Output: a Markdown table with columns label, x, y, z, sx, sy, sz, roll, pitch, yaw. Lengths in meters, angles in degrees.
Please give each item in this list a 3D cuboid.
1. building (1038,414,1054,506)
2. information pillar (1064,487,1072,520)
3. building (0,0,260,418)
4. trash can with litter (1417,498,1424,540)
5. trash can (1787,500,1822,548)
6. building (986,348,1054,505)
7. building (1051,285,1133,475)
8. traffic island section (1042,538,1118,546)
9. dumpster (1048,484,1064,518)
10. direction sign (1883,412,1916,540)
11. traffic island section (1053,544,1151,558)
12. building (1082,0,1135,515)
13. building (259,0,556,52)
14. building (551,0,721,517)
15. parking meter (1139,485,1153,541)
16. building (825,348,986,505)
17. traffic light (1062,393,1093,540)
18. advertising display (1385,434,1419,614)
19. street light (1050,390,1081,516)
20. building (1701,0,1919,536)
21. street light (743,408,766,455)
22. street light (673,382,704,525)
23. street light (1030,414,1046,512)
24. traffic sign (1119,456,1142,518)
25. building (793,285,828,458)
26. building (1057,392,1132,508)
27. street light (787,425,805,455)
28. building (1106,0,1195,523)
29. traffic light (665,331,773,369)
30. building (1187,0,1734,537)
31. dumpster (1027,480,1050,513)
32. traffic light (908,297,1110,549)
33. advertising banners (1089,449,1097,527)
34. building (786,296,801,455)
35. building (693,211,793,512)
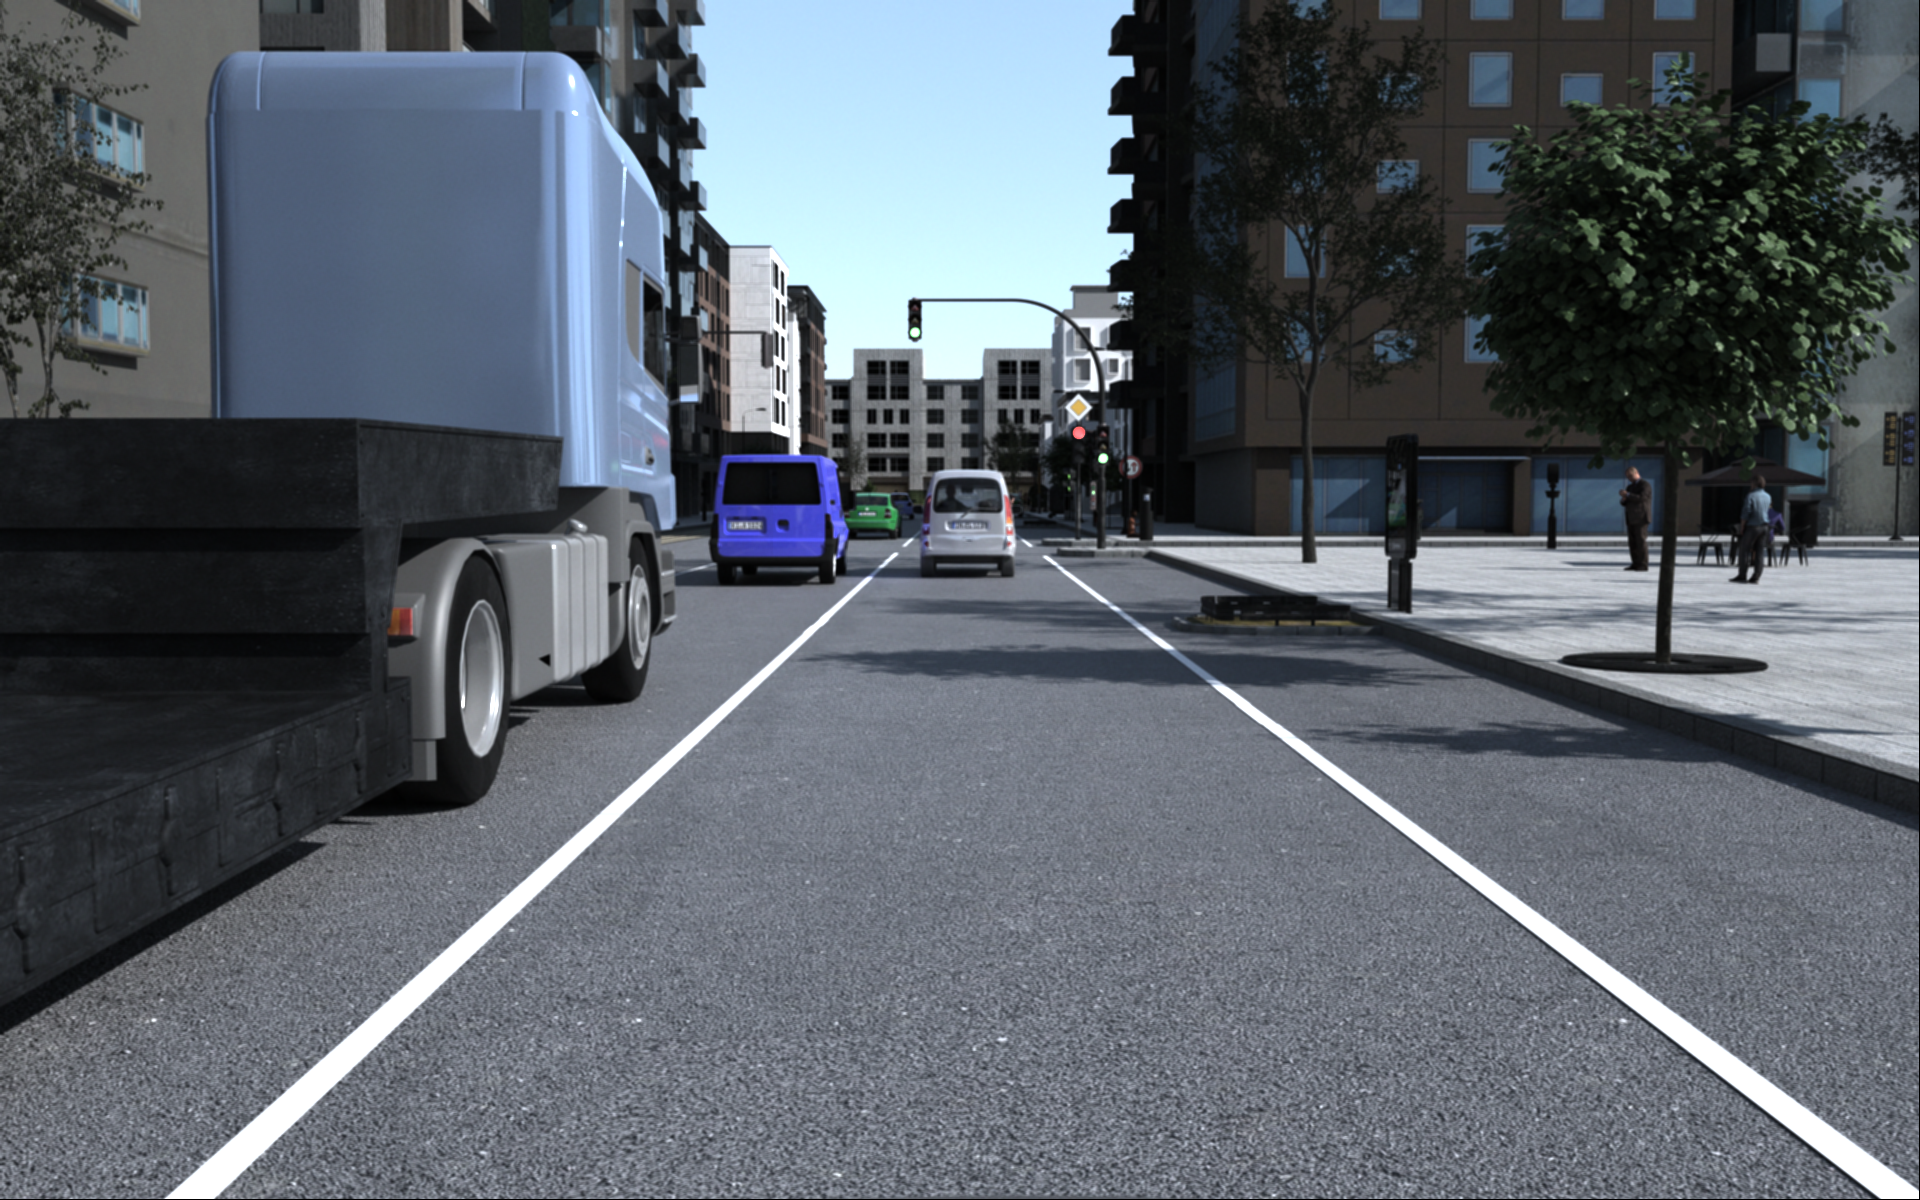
| label | x | y | z | sx | sy | sz | roll | pitch | yaw |
| --- | --- | --- | --- | --- | --- | --- | --- | --- | --- |
| building | 13.347 | -14.690 | 182.323 | 9.099 | 9.664 | 28.070 | 0 | 3 | 0 |
| information pillar | 5.423 | -5.041 | 86.915 | 0.304 | 2.012 | 0.304 | 2 | 4 | 24 |
| building | -25.755 | -24.622 | 26.278 | 21.600 | 48.544 | 21.300 | 0 | 3 | 0 |
| trash can with litter | 12.343 | -2.241 | 48.032 | 0.624 | 1.170 | 1.055 | -2 | 4 | -31 |
| trash can | 19.970 | -1.795 | 41.004 | 0.748 | 1.137 | 0.748 | 0 | 3 | 0 |
| building | 18.658 | -21.517 | 218.268 | 31.486 | 18.905 | 16.747 | 0 | 3 | 0 |
| building | 16.701 | -18.709 | 162.313 | 16.016 | 20.091 | 11.380 | 0 | 3 | 0 |
| traffic island section | 3.323 | -1.603 | 48.496 | 2.009 | 0.180 | 2.903 | 0 | 3 | 0 |
| dumpster | 5.306 | -5.264 | 91.824 | 1.264 | 1.857 | 1.865 | 0 | 4 | 0 |
| direction sign | 25.968 | -3.422 | 47.943 | 0.876 | 3.537 | 0.379 | 0 | 4 | -5 |
| traffic island section | 3.316 | -1.115 | 40.511 | 2.009 | 0.180 | 2.903 | 0 | 3 | 0 |
| building | 24.423 | -25.604 | 110.512 | 32.217 | 40.220 | 23.993 | 0 | 3 | 0 |
| building | -22.604 | -23.010 | 59.816 | 14.154 | 41.232 | 14.086 | 0 | 3 | 0 |
| building | -25.601 | -28.818 | 90.776 | 23.786 | 49.044 | 30.456 | 0 | 3 | 0 |
| parking meter | 5.133 | -2.402 | 47.688 | 0.372 | 1.533 | 0.369 | 0 | 3 | 0 |
| building | -12.931 | -21.538 | 218.601 | 31.486 | 18.905 | 16.747 | 0 | 3 | 0 |
| traffic light | 3.283 | -3.637 | 48.382 | 0.839 | 4.253 | 0.868 | 0 | 3 | 0 |
| advertising display | 4.834 | -0.843 | 18.994 | 0.123 | 1.923 | 0.974 | 0 | 4 | 1 |
| street light | 4.854 | -6.419 | 77.495 | 1.470 | 5.913 | 1.316 | 0 | 3 | 0 |
| building | 37.942 | -26.998 | 61.019 | 30.456 | 49.044 | 23.786 | 0 | 3 | 0 |
| street light | -11.183 | -7.421 | 93.872 | 1.470 | 5.913 | 1.316 | 0 | 3 | 0 |
| street light | -11.186 | -6.035 | 71.215 | 1.470 | 5.913 | 1.316 | 0 | 3 | 0 |
| street light | 4.887 | -7.805 | 100.153 | 1.470 | 5.913 | 1.316 | 0 | 3 | 0 |
| traffic sign | 5.648 | -3.503 | 57.373 | 0.768 | 2.556 | 0.104 | 0 | 4 | 4 |
| building | -31.145 | -20.771 | 183.587 | 32.646 | 21.610 | 27.936 | 0 | 3 | 0 |
| building | 13.276 | -12.229 | 142.092 | 9.099 | 9.664 | 28.070 | 0 | 3 | 0 |
| street light | -11.086 | -8.807 | 116.529 | 1.470 | 5.913 | 1.316 | 0 | 3 | 0 |
| building | 18.662 | -26.216 | 83.260 | 22.147 | 44.769 | 28.867 | 0 | 3 | 0 |
| traffic light | -7.626 | -4.510 | 48.410 | 4.771 | 5.953 | 1.251 | 0 | 3 | 0 |
| building | 15.611 | -24.905 | 57.305 | 14.200 | 45.320 | 14.600 | 0 | 3 | 0 |
| dumpster | 5.491 | -7.237 | 120.824 | 1.502 | 2.255 | 1.985 | 0 | 4 | 0 |
| traffic light | 1.184 | -4.012 | 40.257 | 4.771 | 5.953 | 1.251 | 0 | 3 | 0 |
| advertising banners | 5.358 | -4.414 | 68.359 | 0.090 | 3.025 | 2.074 | 1 | 4 | 19 |
| building | -23.031 | -18.770 | 163.309 | 16.016 | 20.091 | 11.380 | 0 | 3 | 0 |
| building | -29.427 | -18.138 | 140.530 | 27.936 | 21.610 | 32.646 | 0 | 3 | 0 |
